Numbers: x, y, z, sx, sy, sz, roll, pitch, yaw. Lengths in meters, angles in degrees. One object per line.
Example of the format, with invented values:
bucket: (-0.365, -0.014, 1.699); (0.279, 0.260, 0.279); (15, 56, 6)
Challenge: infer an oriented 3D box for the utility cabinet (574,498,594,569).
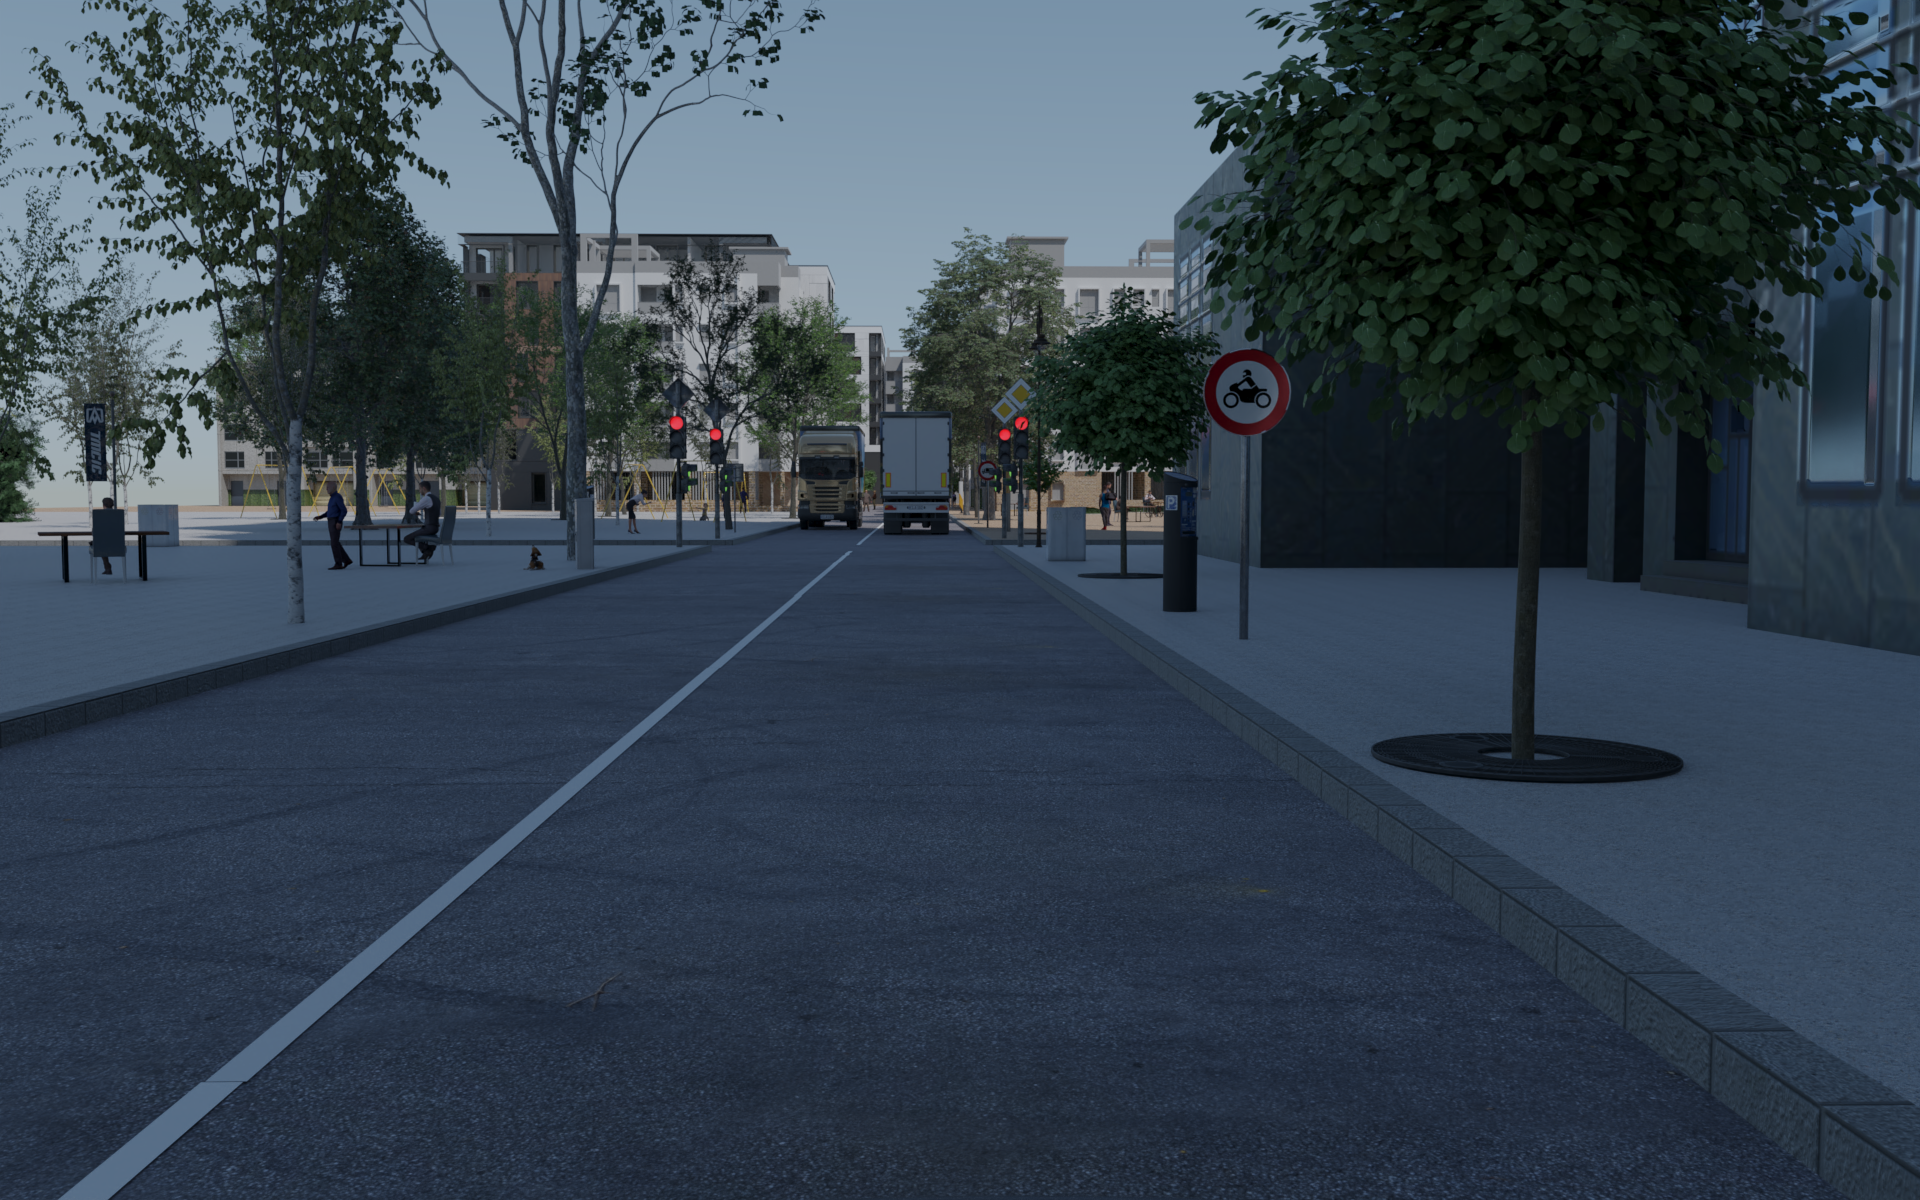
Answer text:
utility cabinet: (-6.506, -1.149, 29.953); (0.306, 1.237, 1.020); (-1, 4, -14)

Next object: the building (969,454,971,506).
building: (5.187, -14.882, 185.460); (9.099, 9.664, 28.070); (0, 4, -1)

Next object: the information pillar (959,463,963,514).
information pillar: (0.072, -7.515, 114.221); (0.183, 3.616, 0.504); (2, 4, 24)

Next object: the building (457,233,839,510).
building: (-25.674, -18.857, 152.282); (27.936, 21.610, 32.646); (0, 4, -1)

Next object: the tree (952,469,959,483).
tree: (2.625, -2.631, 26.725); (4.285, 4.588, 4.351); (0, 3, 0)

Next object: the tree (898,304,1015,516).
tree: (-0.023, -11.332, 103.411); (7.486, 12.596, 7.792); (0, 3, 0)

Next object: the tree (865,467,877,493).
tree: (-11.160, -13.295, 201.091); (4.285, 4.588, 4.351); (0, 3, 0)

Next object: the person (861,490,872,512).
person: (-7.593, -7.999, 139.831); (0.990, 1.755, 0.434); (0, 4, -3)

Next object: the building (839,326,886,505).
building: (-26.098, -23.222, 223.662); (32.646, 21.610, 27.936); (0, 4, -1)

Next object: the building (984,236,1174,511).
building: (9.911, -16.921, 133.081); (16.016, 20.091, 11.380); (0, 4, -1)

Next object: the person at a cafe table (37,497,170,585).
person at a cafe table: (-12.477, -0.882, 25.279); (1.698, 1.238, 1.726); (-2, 4, -29)

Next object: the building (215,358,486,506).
building: (-62.366, -19.801, 190.207); (31.486, 18.905, 16.747); (0, 4, -1)

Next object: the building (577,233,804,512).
building: (-19.663, -16.763, 130.496); (16.016, 20.091, 11.380); (0, 4, -1)

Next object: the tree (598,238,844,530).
tree: (-8.406, -7.842, 62.629); (8.767, 10.594, 7.601); (-1, 4, -13)

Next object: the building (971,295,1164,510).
building: (9.793, -17.664, 155.266); (16.747, 18.905, 31.486); (0, 4, -1)

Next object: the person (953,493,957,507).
person: (-0.561, -9.719, 168.185); (0.421, 1.427, 0.697); (-1, 4, -9)

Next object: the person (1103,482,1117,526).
person: (6.033, -3.860, 69.603); (0.568, 1.767, 0.683); (1, 4, 12)

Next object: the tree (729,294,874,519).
tree: (-8.558, -10.022, 89.616); (9.928, 11.665, 9.643); (0, 3, 0)

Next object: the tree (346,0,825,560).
tree: (-8.230, -10.759, 31.802); (12.611, 20.169, 13.585); (0, 3, 0)

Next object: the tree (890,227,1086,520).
tree: (1.521, -10.850, 84.056); (9.857, 13.997, 8.962); (0, 3, 0)

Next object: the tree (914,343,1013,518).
tree: (0.592, -9.745, 93.749); (7.601, 10.594, 8.767); (0, 4, -1)

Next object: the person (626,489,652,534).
person: (-10.437, -2.867, 56.115); (0.628, 1.438, 0.799); (1, 4, 20)

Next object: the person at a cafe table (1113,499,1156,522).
person at a cafe table: (7.884, -4.214, 79.764); (1.726, 1.238, 1.698); (2, 4, 32)

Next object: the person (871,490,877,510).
person: (-7.803, -9.004, 156.240); (0.721, 1.766, 1.217); (1, 4, 19)

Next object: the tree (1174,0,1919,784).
tree: (2.751, -1.495, 8.160); (4.285, 4.588, 4.351); (0, 3, 0)

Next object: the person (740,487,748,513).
person: (-14.364, -6.611, 114.843); (0.576, 1.737, 0.504); (-1, 4, -12)

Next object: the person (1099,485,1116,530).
person: (5.246, -3.308, 61.997); (0.647, 1.594, 0.662); (-2, 4, -25)

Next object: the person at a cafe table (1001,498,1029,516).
person at a cafe table: (3.300, -5.537, 101.399); (1.698, 1.238, 1.726); (3, 5, 44)

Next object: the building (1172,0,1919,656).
building: (16.475, -43.422, 22.620); (22.319, 86.520, 31.000); (0, 4, -1)

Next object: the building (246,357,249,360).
building: (-81.229, -22.046, 216.870); (11.380, 20.091, 16.016); (0, 4, -1)

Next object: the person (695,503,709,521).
person: (-12.396, -4.249, 83.434); (0.347, 0.859, 0.695); (2, 4, 34)

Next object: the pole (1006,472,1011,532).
pole: (1.616, -3.981, 58.925); (0.158, 3.312, 0.155); (0, 3, 0)

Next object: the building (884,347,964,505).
building: (-3.817, -22.121, 218.089); (11.380, 20.091, 16.016); (0, 4, -1)

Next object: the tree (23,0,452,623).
tree: (-6.769, -4.086, 17.161); (4.737, 8.622, 4.395); (0, 3, 0)

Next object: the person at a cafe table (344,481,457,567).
person at a cafe table: (-9.893, -1.383, 31.124); (1.622, 1.524, 1.698); (1, 4, 8)

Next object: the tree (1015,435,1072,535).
tree: (2.468, -3.720, 55.416); (1.663, 3.219, 1.824); (0, 3, 0)

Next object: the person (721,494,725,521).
person: (-11.179, -4.540, 82.817); (0.480, 1.512, 0.613); (-2, 4, -27)

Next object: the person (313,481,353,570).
person: (-10.671, -1.264, 29.409); (0.600, 1.496, 0.574); (-1, 4, -10)

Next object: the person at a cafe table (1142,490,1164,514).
person at a cafe table: (12.767, -6.495, 114.700); (1.698, 1.524, 1.622); (-3, 4, -36)
